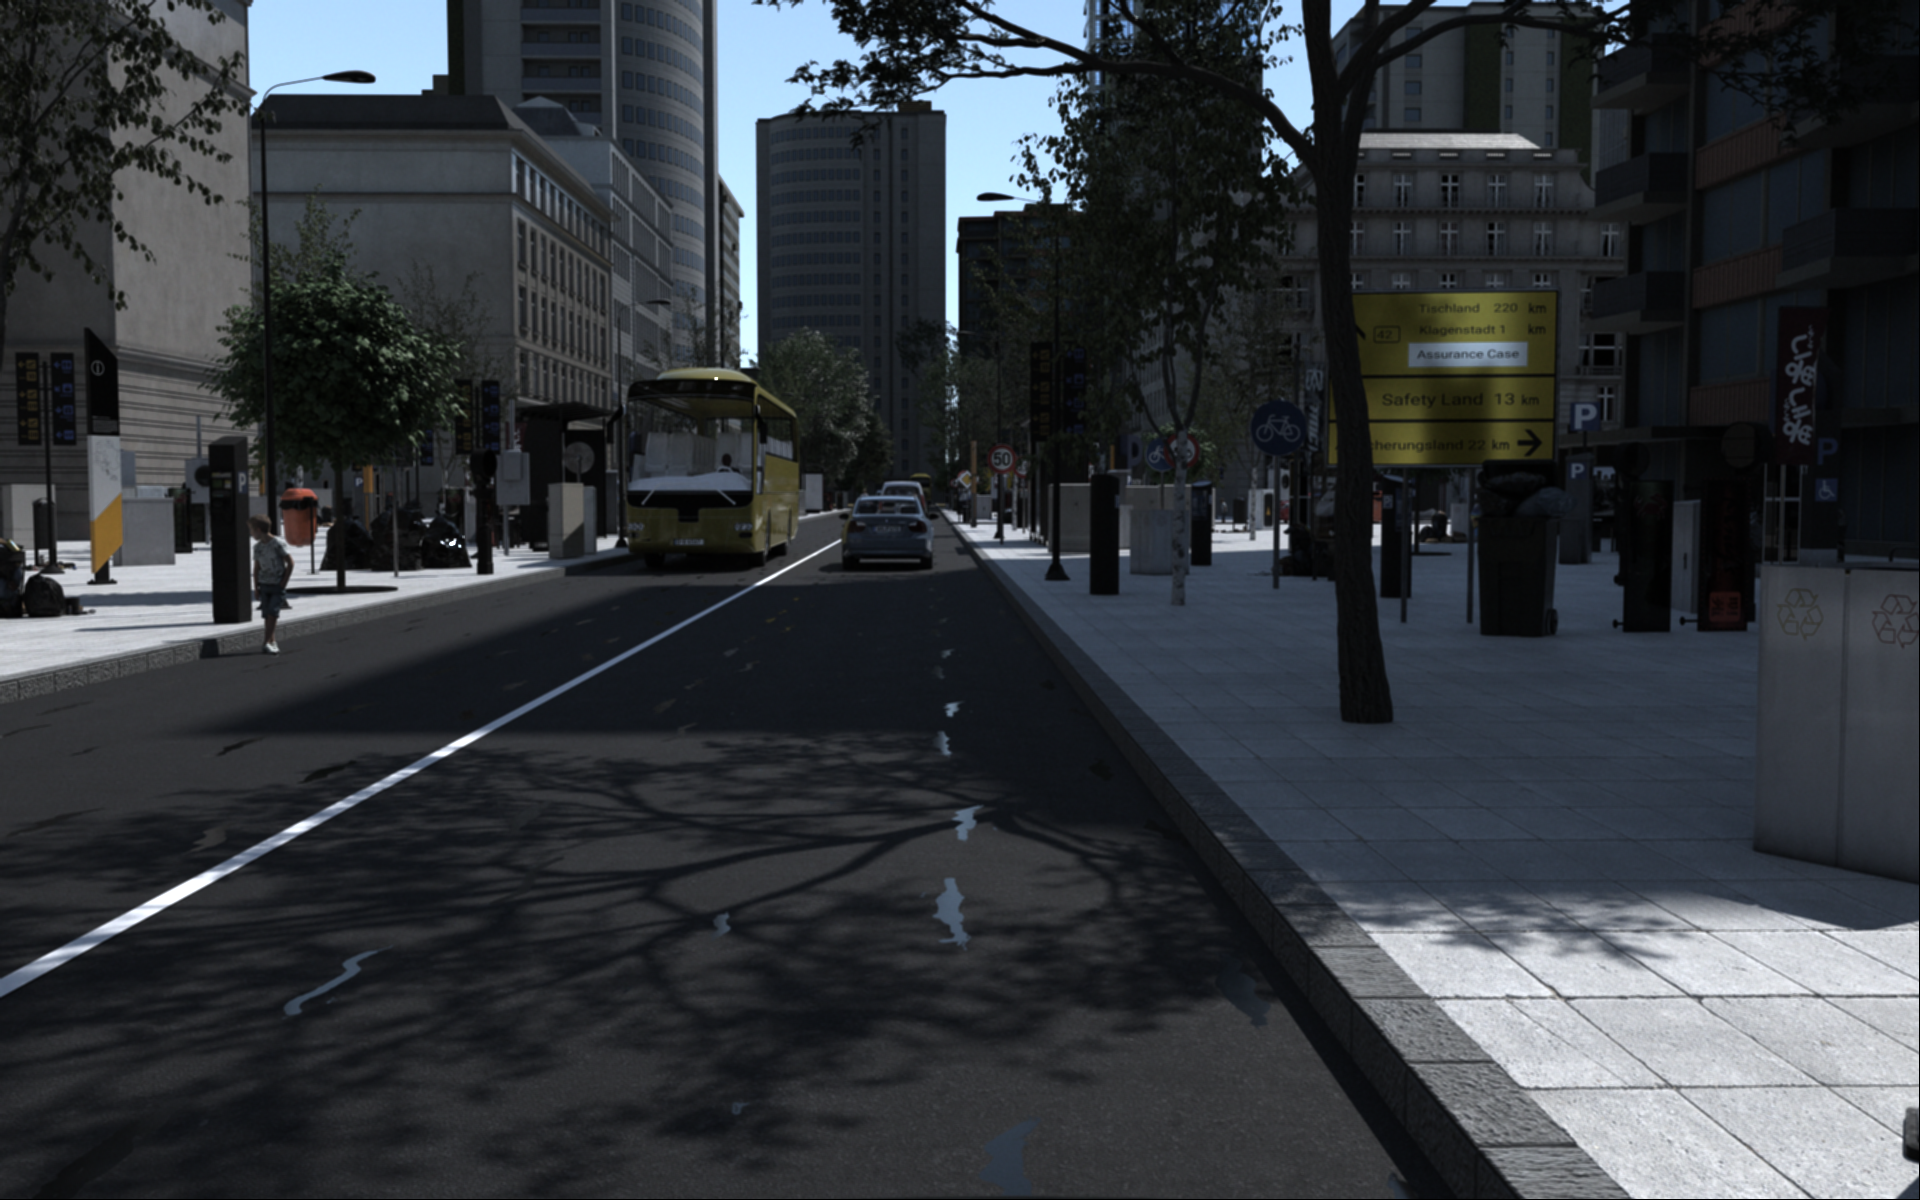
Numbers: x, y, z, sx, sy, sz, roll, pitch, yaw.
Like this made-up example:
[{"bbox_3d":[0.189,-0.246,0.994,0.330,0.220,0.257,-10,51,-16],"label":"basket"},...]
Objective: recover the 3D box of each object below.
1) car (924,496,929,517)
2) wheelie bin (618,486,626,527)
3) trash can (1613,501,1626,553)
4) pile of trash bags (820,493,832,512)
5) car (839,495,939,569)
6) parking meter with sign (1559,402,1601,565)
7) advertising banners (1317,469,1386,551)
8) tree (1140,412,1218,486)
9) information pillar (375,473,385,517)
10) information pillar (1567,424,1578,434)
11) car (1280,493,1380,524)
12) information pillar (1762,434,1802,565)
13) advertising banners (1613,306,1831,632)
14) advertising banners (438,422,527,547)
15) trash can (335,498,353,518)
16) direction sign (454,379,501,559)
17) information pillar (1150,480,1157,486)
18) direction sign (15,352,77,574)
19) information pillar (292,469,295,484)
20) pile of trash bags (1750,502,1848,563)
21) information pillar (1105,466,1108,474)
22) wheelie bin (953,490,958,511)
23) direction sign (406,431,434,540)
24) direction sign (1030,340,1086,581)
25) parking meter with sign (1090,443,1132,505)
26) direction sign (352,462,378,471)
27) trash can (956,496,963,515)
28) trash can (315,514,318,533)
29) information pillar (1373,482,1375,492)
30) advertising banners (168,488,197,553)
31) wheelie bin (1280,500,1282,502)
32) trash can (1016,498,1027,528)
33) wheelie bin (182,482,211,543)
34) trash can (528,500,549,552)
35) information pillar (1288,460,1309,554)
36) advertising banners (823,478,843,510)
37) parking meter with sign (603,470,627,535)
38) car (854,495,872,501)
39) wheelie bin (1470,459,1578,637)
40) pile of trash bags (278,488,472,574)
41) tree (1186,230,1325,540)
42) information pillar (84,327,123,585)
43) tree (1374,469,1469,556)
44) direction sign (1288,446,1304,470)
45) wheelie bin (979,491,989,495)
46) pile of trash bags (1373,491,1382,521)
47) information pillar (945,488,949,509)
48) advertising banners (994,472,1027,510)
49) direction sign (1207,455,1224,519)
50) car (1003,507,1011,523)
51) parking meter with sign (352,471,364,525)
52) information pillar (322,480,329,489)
[{"bbox_3d":[-2.579,-5.274,96.023,2.009,1.686,4.222,0,3,0],"label":"car"},{"bbox_3d":[-13.253,-3.587,66.562,0.980,1.594,0.693,3,4,38],"label":"wheelie bin"},{"bbox_3d":[14.178,-1.527,36.622,0.748,1.137,0.748,0,3,0],"label":"trash can"},{"bbox_3d":[-10.380,-7.274,128.684,1.912,1.369,3.447,1,4,13],"label":"pile of trash bags"},{"bbox_3d":[-1.415,-1.366,34.333,2.014,1.417,4.499,0,4,-1],"label":"car"},{"bbox_3d":[11.487,-2.197,32.184,0.543,3.016,1.738,2,4,27],"label":"parking meter with sign"},{"bbox_3d":[8.890,-2.635,39.263,2.074,3.025,0.090,-1,4,-22],"label":"advertising banners"},{"bbox_3d":[8.627,-5.242,69.428,4.285,4.588,4.351,0,3,0],"label":"tree"},{"bbox_3d":[-20.466,-3.463,61.113,0.304,2.012,0.304,-1,4,-15],"label":"information pillar"},{"bbox_3d":[20.472,-4.063,57.790,0.504,3.616,0.183,0,4,1],"label":"information pillar"},{"bbox_3d":[16.117,-4.081,75.757,4.494,1.783,2.155,0,4,-1],"label":"car"},{"bbox_3d":[10.063,-1.022,21.202,0.304,2.012,0.304,-1,4,-19],"label":"information pillar"},{"bbox_3d":[7.102,-1.219,16.112,2.074,3.025,0.090,0,4,-8],"label":"advertising banners"},{"bbox_3d":[-11.501,-2.796,41.909,2.074,3.025,0.090,0,4,-3],"label":"advertising banners"},{"bbox_3d":[-24.804,-3.552,69.732,0.748,1.137,0.748,0,3,0],"label":"trash can"},{"bbox_3d":[-9.574,-2.595,34.426,0.876,3.537,0.379,-2,4,-27],"label":"direction sign"},{"bbox_3d":[10.410,-5.426,93.204,0.304,2.012,0.304,-2,4,-25],"label":"information pillar"},{"bbox_3d":[-14.639,-2.190,27.808,0.876,3.537,0.379,0,4,-7],"label":"direction sign"},{"bbox_3d":[-34.640,-6.033,89.998,0.183,3.616,0.504,-1,4,-14],"label":"information pillar"},{"bbox_3d":[15.358,-1.363,32.033,1.912,1.369,3.447,2,4,23],"label":"pile of trash bags"},{"bbox_3d":[11.613,-8.930,137.354,0.183,3.616,0.504,-2,4,-30],"label":"information pillar"},{"bbox_3d":[-0.206,-7.439,129.543,0.693,1.594,0.980,0,4,-1],"label":"wheelie bin"},{"bbox_3d":[-15.025,-3.422,47.948,0.876,3.537,0.379,-1,4,-12],"label":"direction sign"},{"bbox_3d":[1.455,-2.064,25.750,0.876,3.537,0.379,2,4,24],"label":"direction sign"},{"bbox_3d":[4.969,-3.535,54.054,1.738,3.016,0.543,2,4,27],"label":"parking meter with sign"},{"bbox_3d":[-20.405,-4.122,59.388,0.876,3.537,0.379,0,4,0],"label":"direction sign"},{"bbox_3d":[0.100,-5.904,108.186,0.748,1.137,0.748,0,3,0],"label":"trash can"},{"bbox_3d":[-20.378,-2.592,54.040,0.748,1.137,0.748,0,3,0],"label":"trash can"},{"bbox_3d":[13.490,-4.035,57.334,0.504,3.616,0.183,0,4,0],"label":"information pillar"},{"bbox_3d":[-17.602,-2.515,37.308,2.074,3.025,0.090,-1,4,-14],"label":"advertising banners"},{"bbox_3d":[15.831,-4.772,85.934,0.980,1.594,0.693,-1,4,-16],"label":"wheelie bin"},{"bbox_3d":[2.353,-3.282,65.315,0.748,1.137,0.748,0,3,0],"label":"trash can"},{"bbox_3d":[-20.236,-2.326,45.940,0.693,1.594,0.980,3,5,41],"label":"wheelie bin"},{"bbox_3d":[-9.317,-1.652,38.668,0.748,1.137,0.748,0,3,0],"label":"trash can"},{"bbox_3d":[7.266,-1.998,37.161,0.304,2.012,0.304,-2,4,-31],"label":"information pillar"},{"bbox_3d":[-10.486,-8.847,140.834,2.074,3.025,0.090,-1,4,-10],"label":"advertising banners"},{"bbox_3d":[-11.193,-3.589,54.937,1.738,3.016,0.543,-1,4,-9],"label":"parking meter with sign"},{"bbox_3d":[-7.651,-7.896,141.671,1.945,1.354,3.894,0,4,-2],"label":"car"},{"bbox_3d":[5.096,-0.479,15.745,0.980,1.594,0.693,2,4,29],"label":"wheelie bin"},{"bbox_3d":[-9.974,-1.185,29.120,1.912,1.369,3.447,2,4,26],"label":"pile of trash bags"},{"bbox_3d":[8.163,-5.976,48.073,4.360,8.622,3.978,0,3,0],"label":"tree"},{"bbox_3d":[-12.162,-2.033,24.590,0.183,3.616,0.504,2,4,24],"label":"information pillar"},{"bbox_3d":[9.754,-3.233,36.574,4.285,4.588,4.351,0,3,0],"label":"tree"},{"bbox_3d":[16.042,-5.526,82.345,0.876,3.537,0.379,1,4,11],"label":"direction sign"},{"bbox_3d":[1.560,-6.657,116.752,0.693,1.594,0.980,1,4,18],"label":"wheelie bin"},{"bbox_3d":[12.025,-2.700,53.899,1.912,1.369,3.447,-2,4,-33],"label":"pile of trash bags"},{"bbox_3d":[-1.105,-9.053,152.500,0.304,2.012,0.304,1,4,12],"label":"information pillar"},{"bbox_3d":[2.388,-5.396,84.418,2.074,3.025,0.090,-3,4,-37],"label":"advertising banners"},{"bbox_3d":[13.407,-6.054,90.987,0.876,3.537,0.379,2,4,27],"label":"direction sign"},{"bbox_3d":[3.951,-4.146,77.570,4.222,1.686,2.009,0,3,0],"label":"car"},{"bbox_3d":[-21.521,-4.018,61.950,0.543,3.016,1.738,-1,4,-21],"label":"parking meter with sign"},{"bbox_3d":[-32.777,-5.200,89.511,0.304,2.012,0.304,-2,4,-25],"label":"information pillar"}]
